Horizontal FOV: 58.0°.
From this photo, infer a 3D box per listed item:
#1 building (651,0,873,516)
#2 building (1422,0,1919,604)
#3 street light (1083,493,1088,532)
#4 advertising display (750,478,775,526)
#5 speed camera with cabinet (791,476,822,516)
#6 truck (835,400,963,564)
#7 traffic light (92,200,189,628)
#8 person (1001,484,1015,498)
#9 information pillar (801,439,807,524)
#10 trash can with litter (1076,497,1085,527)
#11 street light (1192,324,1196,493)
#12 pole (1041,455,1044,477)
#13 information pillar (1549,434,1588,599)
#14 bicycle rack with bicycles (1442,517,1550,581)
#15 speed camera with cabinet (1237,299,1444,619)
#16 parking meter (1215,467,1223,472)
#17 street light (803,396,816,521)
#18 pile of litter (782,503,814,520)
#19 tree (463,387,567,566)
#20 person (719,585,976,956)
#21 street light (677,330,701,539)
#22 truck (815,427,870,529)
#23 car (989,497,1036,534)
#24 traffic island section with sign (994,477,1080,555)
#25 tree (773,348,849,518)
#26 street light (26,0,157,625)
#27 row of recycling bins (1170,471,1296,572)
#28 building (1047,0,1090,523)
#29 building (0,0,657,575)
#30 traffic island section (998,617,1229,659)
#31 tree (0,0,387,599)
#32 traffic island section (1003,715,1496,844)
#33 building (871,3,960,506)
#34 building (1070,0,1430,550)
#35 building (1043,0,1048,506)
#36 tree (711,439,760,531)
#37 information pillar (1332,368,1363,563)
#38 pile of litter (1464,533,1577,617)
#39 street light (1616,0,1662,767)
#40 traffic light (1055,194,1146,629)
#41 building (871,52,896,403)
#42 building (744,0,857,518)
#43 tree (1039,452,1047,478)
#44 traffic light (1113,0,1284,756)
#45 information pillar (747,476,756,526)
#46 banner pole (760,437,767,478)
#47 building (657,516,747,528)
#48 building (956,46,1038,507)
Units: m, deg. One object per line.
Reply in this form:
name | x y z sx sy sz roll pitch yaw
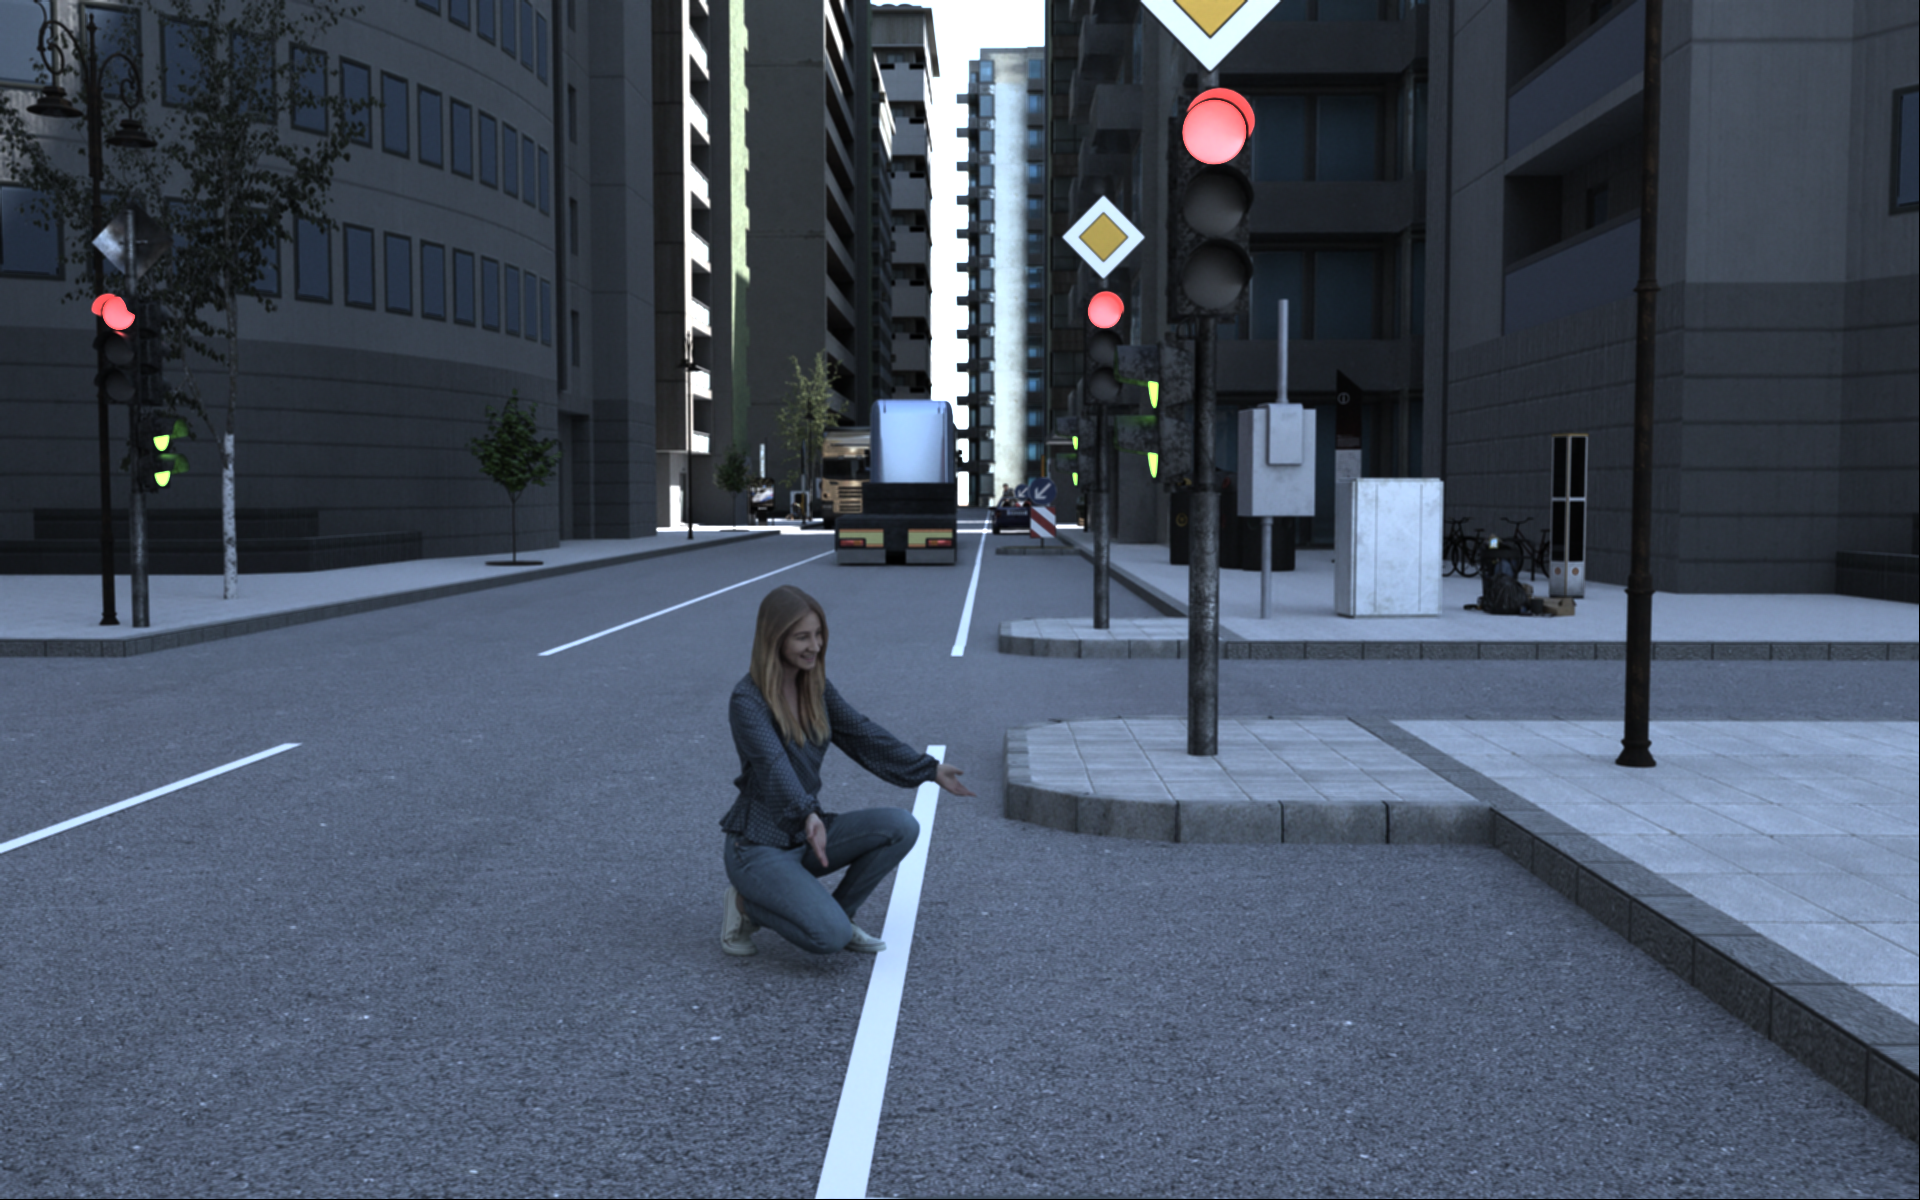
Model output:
building | -13.528 -26.693 120.021 14.154 41.232 14.086 0 4 1
building | 23.298 -29.521 24.662 28.212 58.520 21.231 0 4 1
street light | 4.258 -5.243 58.516 0.468 5.910 1.993 0 4 1
advertising display | -7.848 -3.892 68.843 0.974 1.923 0.123 0 4 7
speed camera with cabinet | -7.902 -5.943 91.512 2.038 3.252 0.660 -1 4 -14
truck | -1.334 -3.297 43.663 2.967 4.110 18.799 0 4 0
traffic light | -7.879 -1.692 16.578 0.839 4.253 0.868 0 4 1
person | 1.958 -3.776 70.043 0.655 1.846 0.447 3 4 37
information pillar | -6.652 -5.030 73.591 0.183 3.616 0.504 0 4 3
trash can with litter | 4.924 -3.501 68.633 0.624 1.170 1.055 0 4 -2
street light | 3.585 -3.268 26.221 0.468 5.910 1.993 0 4 1
pole | 4.348 -5.946 91.058 0.158 3.312 0.155 0 3 0
information pillar | 7.466 -1.025 21.257 0.304 2.012 0.304 -1 4 -23
bicycle rack with bicycles | 7.418 -0.789 26.283 2.852 0.926 2.925 -1 4 -17
speed camera with cabinet | 3.948 -1.447 17.990 2.038 3.252 0.660 0 4 -7
parking meter | 5.346 -1.874 36.357 0.255 1.863 0.399 3 5 44
street light | -7.077 -6.661 81.696 0.468 5.910 1.993 0 4 1
pile of litter | -8.093 -4.377 85.524 1.719 0.858 1.176 1 4 17
tree | -7.966 -2.251 31.401 1.663 3.219 1.824 0 3 0
person | -0.361 0.526 5.402 0.738 1.151 1.012 3 4 38
street light | -7.663 -4.665 49.064 0.468 5.910 1.993 0 4 1
truck | -4.460 -5.217 74.211 2.839 4.237 11.283 0 4 -1
car | 2.032 -3.076 62.875 1.945 1.354 3.894 0 4 0
traffic island section with sign | 1.849 -2.006 41.422 1.989 1.847 2.006 0 4 1
tree | -7.658 -8.429 88.172 4.737 8.622 4.395 0 3 0
street light | -8.352 -2.694 16.830 0.468 5.910 1.993 0 4 1
row of recycling bins | 4.758 -1.420 30.331 1.069 1.692 3.534 -1 4 -20
building | 11.115 -18.972 81.894 14.160 30.474 14.107 0 4 1
building | -20.094 -30.325 37.809 21.231 58.520 28.212 0 4 1
traffic island section | 1.371 0.352 16.532 2.009 0.180 2.903 0 4 1
tree | -9.167 -4.317 20.944 4.360 8.622 3.978 0 3 0
traffic island section | 1.219 0.840 8.548 2.009 0.180 2.903 0 4 1
building | -14.061 -36.683 189.008 27.495 52.752 28.713 0 4 1
building | 14.723 -26.387 51.028 23.786 49.044 30.456 0 4 1
building | 16.532 -35.632 124.581 21.231 58.520 28.212 0 4 1
tree | -7.745 -4.016 60.264 1.663 3.219 1.824 0 3 0
information pillar | 7.222 -2.502 32.262 0.504 3.616 0.183 1 4 23
pile of litter | 6.114 -0.300 18.877 1.176 0.858 1.719 1 4 15
street light | 3.204 -2.156 8.033 0.468 5.910 1.993 0 4 1
traffic light | 1.331 -1.682 16.419 0.839 4.253 0.868 0 4 1
building | -17.901 -28.133 151.852 23.993 40.220 32.217 0 4 1
building | -17.618 -29.258 102.063 21.300 48.544 21.600 0 4 1
tree | 6.016 -6.827 95.336 4.285 4.588 4.351 0 3 0
traffic light | 1.179 -1.194 8.435 0.839 4.253 0.868 0 4 1
information pillar | -8.477 -4.032 70.413 0.304 2.012 0.304 -1 4 -20
banner pole | -8.611 -5.265 76.094 0.401 3.779 0.863 -2 4 -29
building | -16.221 -23.472 67.363 14.154 41.232 14.086 0 4 1
building | 14.857 -34.635 185.887 30.456 49.044 23.786 0 4 1
